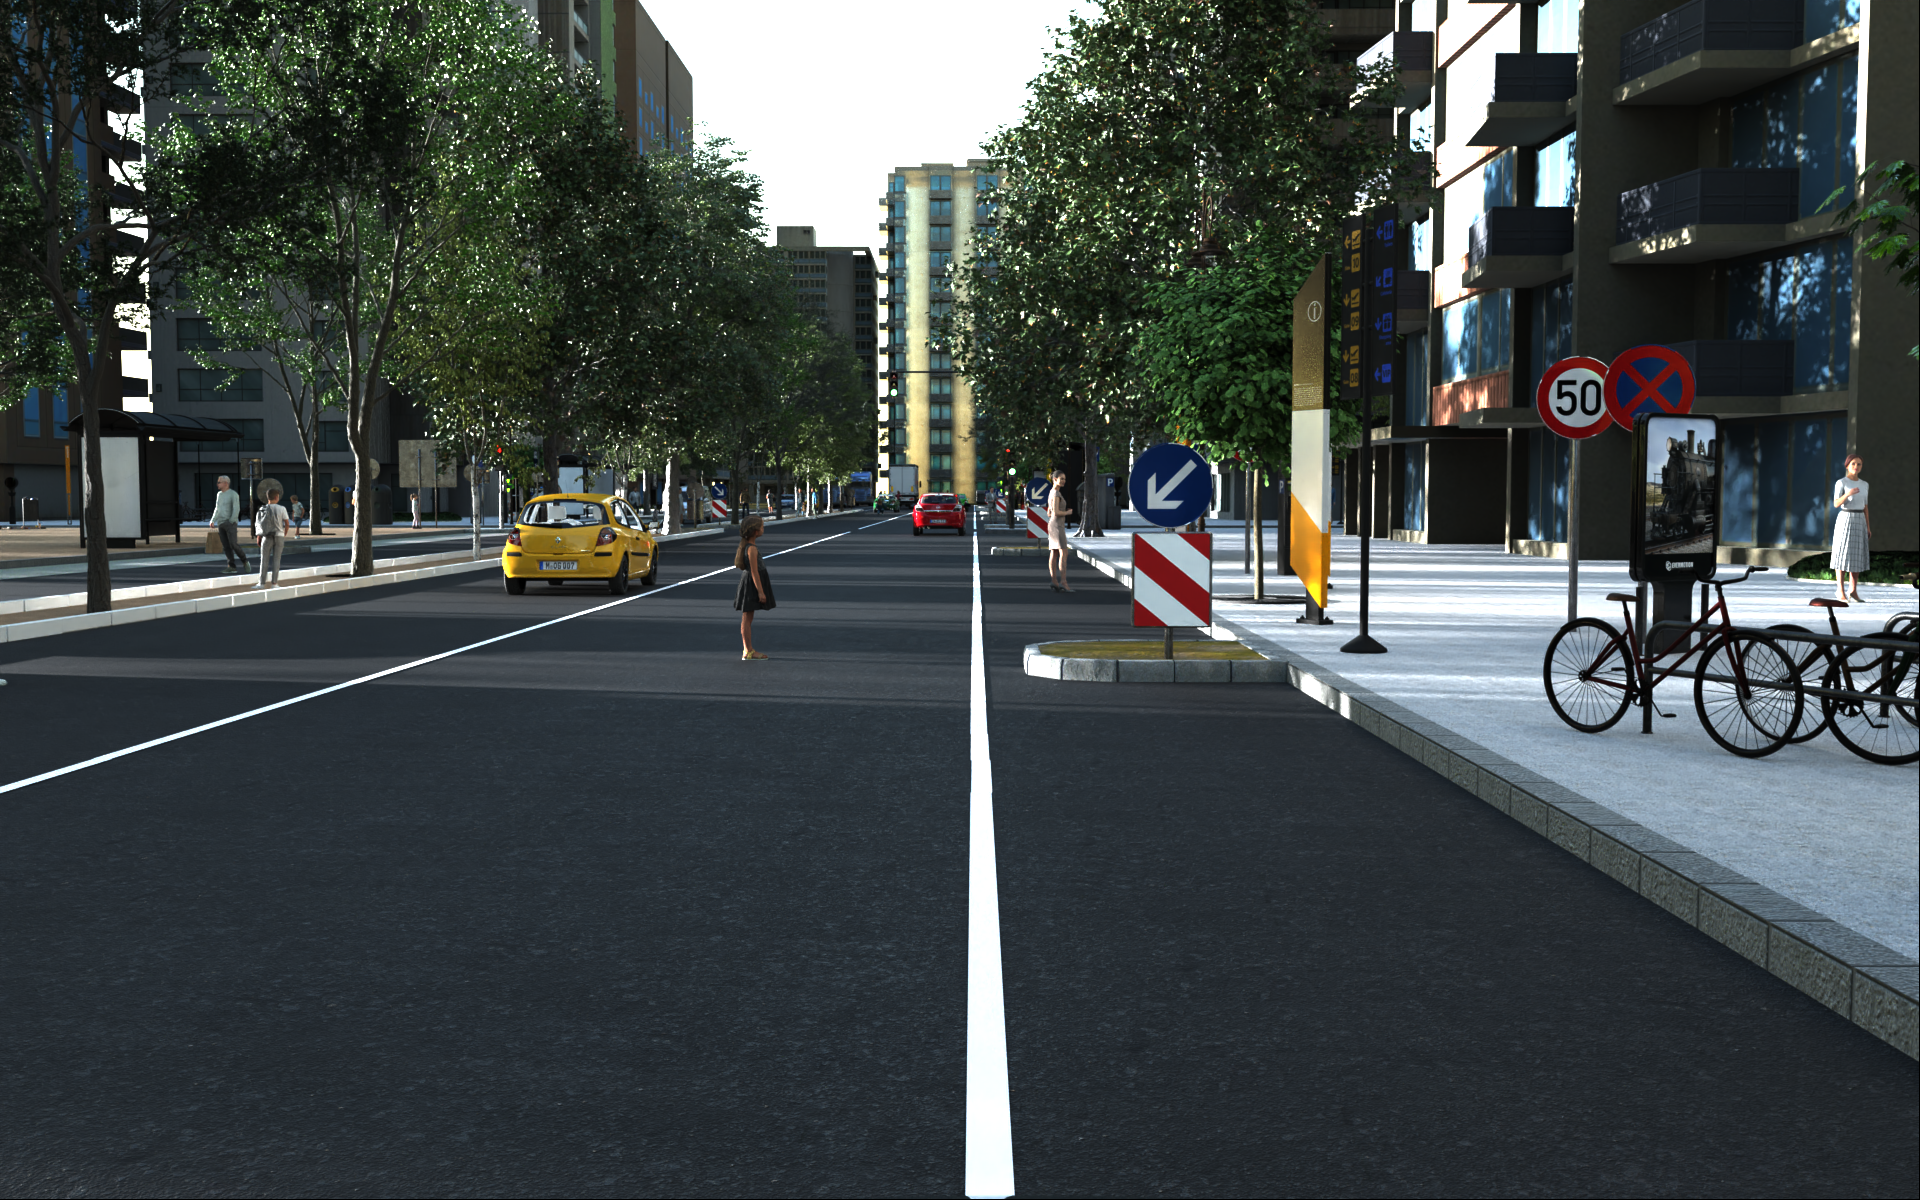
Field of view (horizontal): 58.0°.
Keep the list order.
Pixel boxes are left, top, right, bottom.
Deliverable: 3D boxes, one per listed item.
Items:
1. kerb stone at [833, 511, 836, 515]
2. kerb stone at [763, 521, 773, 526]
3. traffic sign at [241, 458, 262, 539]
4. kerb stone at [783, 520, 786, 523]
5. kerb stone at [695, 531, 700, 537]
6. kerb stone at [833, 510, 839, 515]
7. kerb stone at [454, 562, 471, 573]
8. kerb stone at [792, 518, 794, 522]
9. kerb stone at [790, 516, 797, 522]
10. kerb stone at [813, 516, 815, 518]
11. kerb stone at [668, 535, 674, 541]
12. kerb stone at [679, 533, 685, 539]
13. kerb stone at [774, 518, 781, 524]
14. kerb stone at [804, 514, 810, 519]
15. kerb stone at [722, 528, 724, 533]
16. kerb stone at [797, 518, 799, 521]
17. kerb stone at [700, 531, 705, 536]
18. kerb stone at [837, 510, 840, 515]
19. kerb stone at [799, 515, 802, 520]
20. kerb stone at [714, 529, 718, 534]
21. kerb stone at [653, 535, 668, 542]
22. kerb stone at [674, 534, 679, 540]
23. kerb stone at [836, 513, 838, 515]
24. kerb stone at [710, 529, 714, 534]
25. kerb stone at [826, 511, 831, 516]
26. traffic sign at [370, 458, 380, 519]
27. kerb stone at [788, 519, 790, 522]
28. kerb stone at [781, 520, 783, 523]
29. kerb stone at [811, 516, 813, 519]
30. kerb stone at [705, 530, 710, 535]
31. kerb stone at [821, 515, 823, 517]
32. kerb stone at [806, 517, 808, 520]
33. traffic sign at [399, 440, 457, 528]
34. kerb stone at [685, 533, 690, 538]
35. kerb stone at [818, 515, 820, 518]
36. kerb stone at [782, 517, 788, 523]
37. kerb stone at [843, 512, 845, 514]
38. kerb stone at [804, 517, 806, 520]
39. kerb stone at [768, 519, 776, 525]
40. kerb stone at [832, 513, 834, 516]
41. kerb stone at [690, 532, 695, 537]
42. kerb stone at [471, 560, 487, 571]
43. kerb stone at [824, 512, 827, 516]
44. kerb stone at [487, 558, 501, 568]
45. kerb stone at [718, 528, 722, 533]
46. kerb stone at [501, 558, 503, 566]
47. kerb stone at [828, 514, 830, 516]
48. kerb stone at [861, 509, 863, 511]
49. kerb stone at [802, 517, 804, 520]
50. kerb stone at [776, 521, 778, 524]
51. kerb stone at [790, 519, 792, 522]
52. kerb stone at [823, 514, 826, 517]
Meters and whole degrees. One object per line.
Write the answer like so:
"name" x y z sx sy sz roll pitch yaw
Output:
"kerb stone" -8.490 -5.690 115.223 0.120 0.150 1.000 0 4 0
"kerb stone" -8.790 -3.490 79.372 0.120 0.150 1.000 0 4 0
"traffic sign" -20.075 -2.872 49.093 0.606 2.300 0.079 0 4 2
"kerb stone" -8.749 -3.807 84.498 0.120 0.150 1.000 0 4 0
"kerb stone" -8.961 -2.204 58.255 0.120 0.150 1.000 0 4 0
"kerb stone" -8.473 -5.815 117.276 0.120 0.150 1.000 0 4 0
"kerb stone" -9.178 -0.577 31.628 0.120 0.150 1.000 0 4 0
"kerb stone" -8.709 -4.061 88.590 0.120 0.150 1.000 0 4 0
"kerb stone" -8.700 -4.123 89.612 0.120 0.150 1.000 0 4 0
"kerb stone" -8.613 -4.751 99.872 0.120 0.150 1.000 0 4 0
"kerb stone" -9.006 -1.885 53.133 0.120 0.150 1.000 0 4 0
"kerb stone" -8.988 -2.017 55.178 0.120 0.150 1.000 0 4 0
"kerb stone" -8.759 -3.685 82.443 0.120 0.150 1.000 0 4 0
"kerb stone" -8.639 -4.563 96.798 0.120 0.150 1.000 0 4 0
"kerb stone" -8.912 -2.581 64.391 0.120 0.150 1.000 0 4 0
"kerb stone" -8.689 -4.186 90.638 0.120 0.150 1.000 0 4 0
"kerb stone" -8.954 -2.266 59.277 0.120 0.150 1.000 0 4 0
"kerb stone" -8.475 -5.878 118.302 0.120 0.150 1.000 0 4 0
"kerb stone" -8.680 -4.311 92.693 0.120 0.150 1.000 0 4 0
"kerb stone" -8.931 -2.456 62.346 0.120 0.150 1.000 0 4 0
"kerb stone" -9.012 -1.829 52.100 0.120 0.150 1.000 0 4 0
"kerb stone" -9.004 -1.955 54.156 0.120 0.150 1.000 0 4 0
"kerb stone" -8.481 -5.753 116.253 0.120 0.150 1.000 0 4 0
"kerb stone" -8.936 -2.389 61.324 0.120 0.150 1.000 0 4 0
"kerb stone" -8.522 -5.439 111.124 0.120 0.150 1.000 0 4 0
"traffic sign" -20.967 -3.757 61.535 0.768 2.556 0.104 1 4 9
"kerb stone" -8.731 -3.936 86.542 0.120 0.150 1.000 0 4 0
"kerb stone" -8.754 -3.743 83.466 0.120 0.150 1.000 0 4 0
"kerb stone" -8.621 -4.688 98.845 0.120 0.150 1.000 0 4 0
"kerb stone" -8.942 -2.330 60.299 0.120 0.150 1.000 0 4 0
"kerb stone" -8.573 -5.061 104.988 0.120 0.150 1.000 0 4 0
"kerb stone" -8.650 -4.500 95.764 0.120 0.150 1.000 0 4 0
"traffic sign" -19.979 -4.350 64.999 2.265 3.308 0.079 1 4 8
"kerb stone" -8.980 -2.074 56.204 0.120 0.150 1.000 0 4 0
"kerb stone" -8.595 -4.939 102.942 0.120 0.150 1.000 0 4 0
"kerb stone" -8.732 -3.873 85.520 0.120 0.150 1.000 0 4 0
"kerb stone" -8.426 -6.127 122.408 0.120 0.150 1.000 0 4 0
"kerb stone" -8.663 -4.437 94.738 0.120 0.150 1.000 0 4 0
"kerb stone" -8.781 -3.559 80.394 0.120 0.150 1.000 0 4 0
"kerb stone" -8.514 -5.562 113.173 0.120 0.150 1.000 0 4 0
"kerb stone" -8.971 -2.138 57.228 0.120 0.150 1.000 0 4 0
"kerb stone" -9.173 -0.640 32.652 0.120 0.150 1.000 0 4 0
"kerb stone" -8.553 -5.251 108.054 0.120 0.150 1.000 0 4 0
"kerb stone" -9.173 -0.700 33.675 0.120 0.150 1.000 0 4 0
"kerb stone" -8.920 -2.518 63.368 0.120 0.150 1.000 0 4 0
"kerb stone" -9.160 -0.765 34.699 0.120 0.150 1.000 0 4 0
"kerb stone" -8.539 -5.368 110.102 0.120 0.150 1.000 0 4 0
"kerb stone" -8.271 -7.320 141.882 0.120 0.150 1.000 0 4 0
"kerb stone" -8.671 -4.374 93.715 0.120 0.150 1.000 0 4 0
"kerb stone" -8.768 -3.622 81.416 0.120 0.150 1.000 0 4 0
"kerb stone" -8.717 -3.998 87.564 0.120 0.150 1.000 0 4 0
"kerb stone" -8.559 -5.188 107.032 0.120 0.150 1.000 0 4 0
